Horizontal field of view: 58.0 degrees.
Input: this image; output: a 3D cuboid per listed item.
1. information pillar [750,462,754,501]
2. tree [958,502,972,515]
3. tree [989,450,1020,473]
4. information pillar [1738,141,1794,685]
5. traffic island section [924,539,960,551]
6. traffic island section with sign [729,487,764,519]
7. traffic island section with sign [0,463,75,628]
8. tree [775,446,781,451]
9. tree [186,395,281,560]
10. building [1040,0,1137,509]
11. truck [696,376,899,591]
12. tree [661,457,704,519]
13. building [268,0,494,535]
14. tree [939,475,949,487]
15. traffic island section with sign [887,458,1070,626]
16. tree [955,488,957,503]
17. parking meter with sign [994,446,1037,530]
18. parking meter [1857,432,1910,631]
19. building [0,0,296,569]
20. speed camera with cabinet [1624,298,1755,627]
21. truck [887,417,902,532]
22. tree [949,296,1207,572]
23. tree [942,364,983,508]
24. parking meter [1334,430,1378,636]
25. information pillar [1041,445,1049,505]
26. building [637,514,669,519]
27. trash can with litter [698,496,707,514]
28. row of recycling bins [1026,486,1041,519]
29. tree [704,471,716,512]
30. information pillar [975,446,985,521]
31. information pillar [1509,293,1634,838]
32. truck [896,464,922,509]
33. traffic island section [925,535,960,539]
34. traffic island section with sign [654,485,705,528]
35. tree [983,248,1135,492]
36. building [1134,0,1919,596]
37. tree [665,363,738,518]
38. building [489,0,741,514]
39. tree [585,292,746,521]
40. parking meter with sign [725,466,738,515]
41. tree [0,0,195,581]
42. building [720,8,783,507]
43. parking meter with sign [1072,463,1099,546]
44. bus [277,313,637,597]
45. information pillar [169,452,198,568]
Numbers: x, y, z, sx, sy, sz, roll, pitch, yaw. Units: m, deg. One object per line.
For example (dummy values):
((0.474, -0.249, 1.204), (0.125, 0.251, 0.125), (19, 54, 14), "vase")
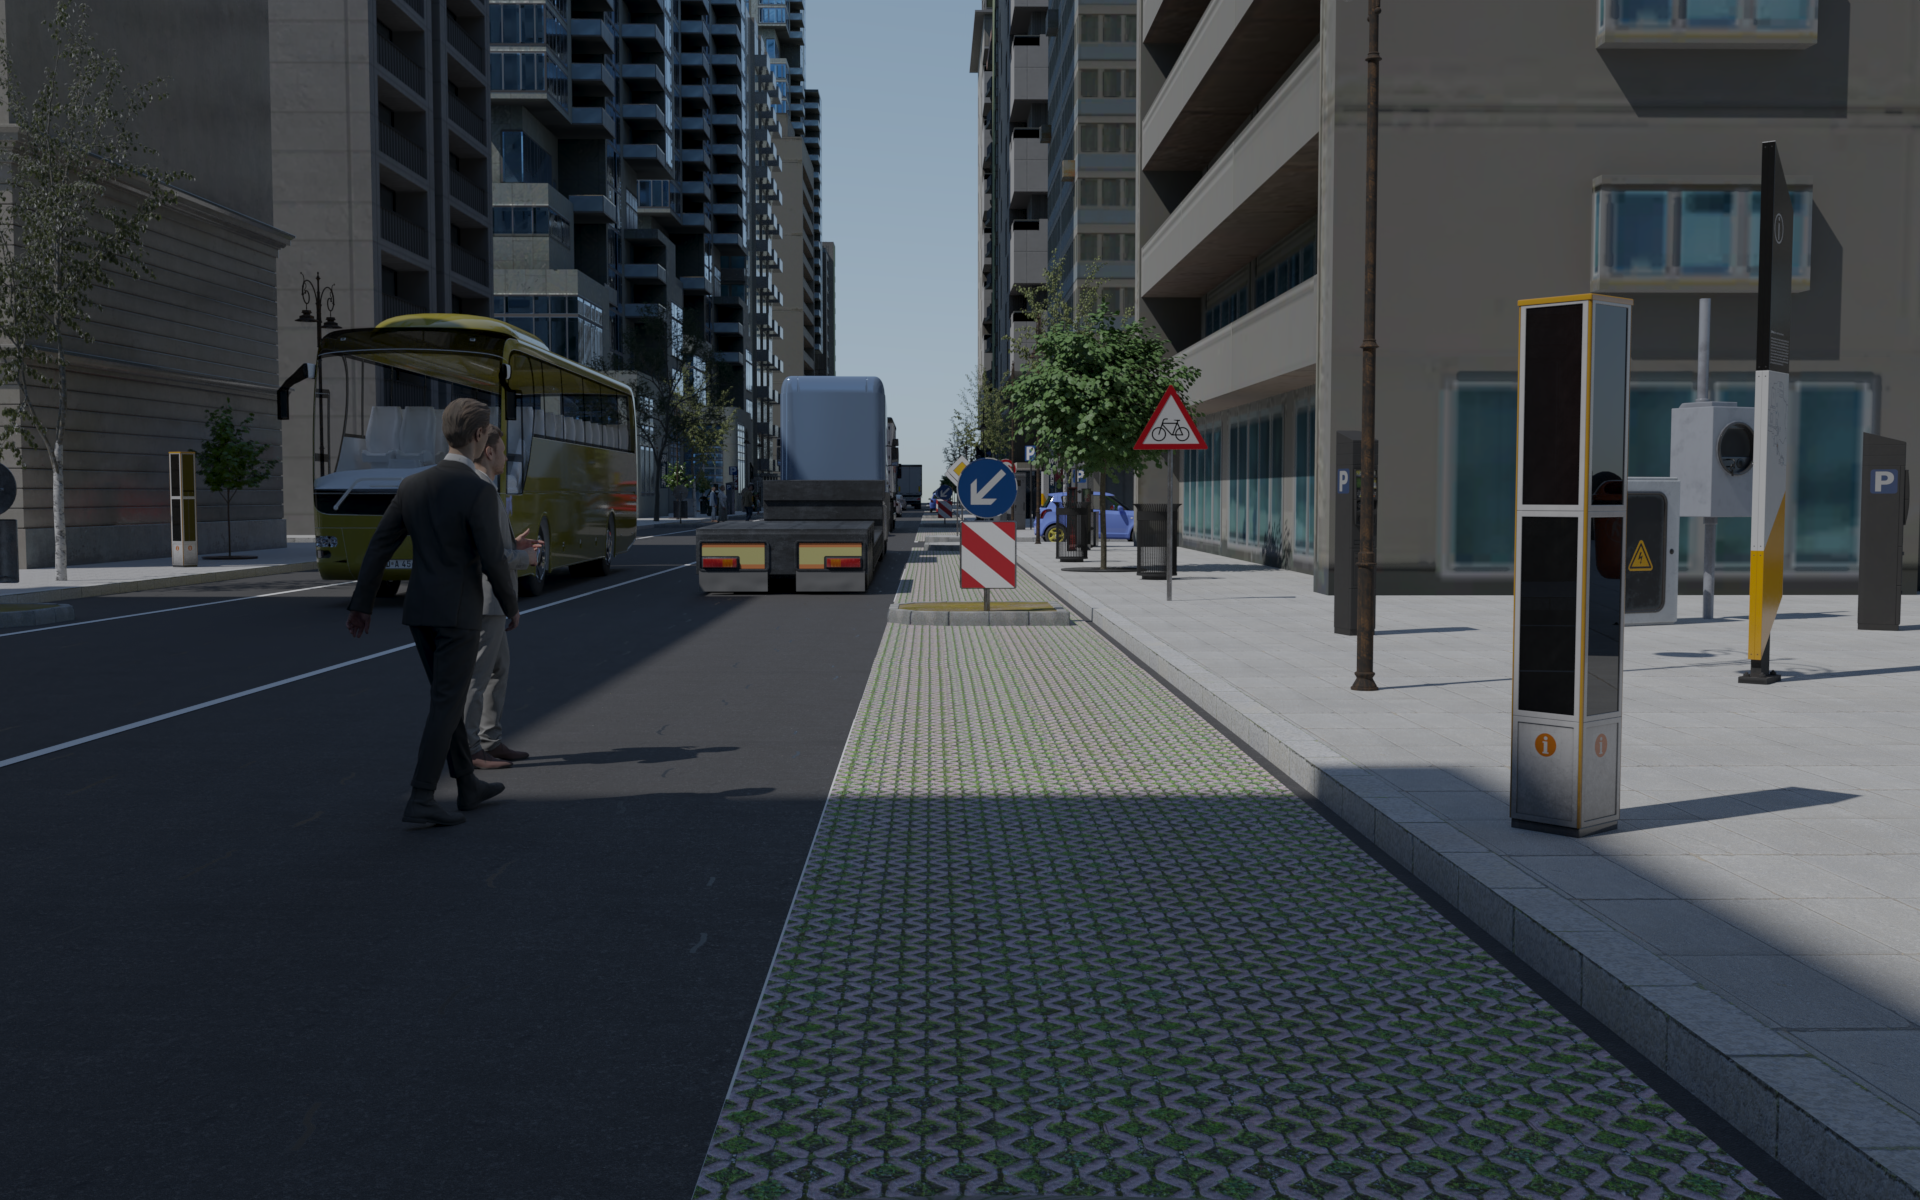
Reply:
((-15.212, -8.261, 126.420), (0.183, 3.616, 0.504), (1, 4, 18), "information pillar")
((1.067, -6.872, 106.953), (1.663, 3.219, 1.824), (0, 3, 0), "tree")
((1.927, -4.973, 75.910), (1.663, 3.219, 1.824), (0, 3, 0), "tree")
((5.510, -1.249, 11.770), (0.183, 3.616, 0.504), (3, 5, 40), "information pillar")
((0.078, -1.374, 44.743), (2.009, 0.180, 2.903), (0, 4, -1), "traffic island section")
((-12.473, -5.680, 101.494), (1.989, 1.847, 2.006), (0, 4, -1), "traffic island section with sign")
((-11.086, -0.649, 19.243), (1.989, 1.847, 2.006), (0, 4, -1), "traffic island section with sign")
((-16.844, -18.013, 204.882), (12.009, 13.543, 11.850), (0, 3, 0), "tree")
((-14.383, -2.411, 34.023), (1.663, 3.219, 1.824), (0, 3, 0), "tree")
((15.797, -23.156, 70.490), (23.993, 40.220, 32.217), (0, 4, -1), "building")
((-2.755, -2.690, 33.748), (2.967, 4.110, 18.799), (0, 4, -1), "truck")
((-14.575, -5.849, 90.233), (1.663, 3.219, 1.824), (0, 3, 0), "tree")
((-26.332, -38.155, 62.091), (20.563, 71.187, 20.611), (0, 4, -1), "building")
((-1.269, -16.324, 250.606), (4.285, 4.588, 4.351), (0, 3, 0), "tree")
((0.180, -0.672, 19.616), (1.989, 1.847, 2.006), (0, 4, -1), "traffic island section with sign")
((-0.484, -16.139, 258.478), (1.663, 3.219, 1.824), (0, 3, 0), "tree")
((1.957, -4.022, 62.019), (1.738, 3.016, 0.543), (-3, 5, -42), "parking meter with sign")
((8.705, -0.648, 16.311), (0.399, 1.863, 0.255), (2, 4, 29), "parking meter")
((-32.927, -13.219, 35.217), (34.723, 24.649, 14.460), (0, 4, -1), "building")
((6.989, -1.397, 17.173), (2.038, 3.252, 0.660), (-2, 4, -24), "speed camera with cabinet")
((-3.784, -4.868, 68.508), (2.839, 4.237, 11.283), (0, 4, -1), "truck")
((2.380, -2.768, 28.977), (4.285, 4.588, 4.351), (0, 3, 0), "tree")
((1.624, -8.975, 97.103), (4.737, 8.622, 4.395), (0, 3, 0), "tree")
((3.606, -0.615, 15.767), (0.255, 1.863, 0.399), (-1, 4, -15), "parking meter")
((3.170, -4.465, 64.350), (0.183, 3.616, 0.504), (2, 4, 29), "information pillar")
((-28.264, -48.359, 103.335), (22.319, 86.520, 31.000), (0, 4, -1), "building")
((-16.574, -6.120, 111.448), (0.624, 1.170, 1.055), (-1, 4, -16), "trash can with litter")
((2.848, -5.070, 90.004), (3.534, 1.692, 1.069), (1, 4, 18), "row of recycling bins")
((-18.482, -7.877, 123.385), (1.663, 3.219, 1.824), (0, 3, 0), "tree")
((0.966, -5.654, 83.797), (0.504, 3.616, 0.183), (-2, 4, -33), "information pillar")
((2.320, -0.128, 6.588), (0.304, 2.012, 0.304), (-3, 5, -40), "information pillar")
((-5.013, -11.016, 169.018), (2.839, 4.237, 11.283), (0, 4, -2), "truck")
((-0.058, -1.862, 52.727), (2.009, 0.180, 2.903), (0, 4, -1), "traffic island section")
((-12.030, -4.031, 74.543), (1.989, 1.847, 2.006), (0, 4, -1), "traffic island section with sign")
((3.452, -6.271, 52.901), (4.737, 8.622, 4.395), (0, 3, 0), "tree")
((15.118, -24.913, 31.036), (21.300, 48.544, 21.600), (0, 4, -1), "building")
((-14.271, -8.810, 94.408), (4.737, 8.622, 4.395), (0, 3, 0), "tree")
((-27.935, -50.659, 140.954), (22.319, 86.520, 31.000), (0, 4, -1), "building")
((-14.240, -8.946, 80.684), (8.767, 10.594, 7.601), (0, 4, -7), "tree")
((-14.370, -6.843, 108.142), (0.543, 3.016, 1.738), (1, 4, 8), "parking meter with sign")
((-13.531, -4.584, 25.314), (4.360, 8.622, 3.978), (0, 3, 0), "tree")
((-29.569, -33.865, 173.302), (23.786, 49.044, 30.456), (0, 4, -1), "building")
((2.987, -2.787, 41.832), (0.543, 3.016, 1.738), (1, 4, 16), "parking meter with sign")
((-7.216, -2.192, 27.387), (2.896, 3.916, 12.252), (0, 4, -3), "bus")
((-13.605, -1.581, 30.348), (0.304, 2.012, 0.304), (2, 4, 28), "information pillar")
